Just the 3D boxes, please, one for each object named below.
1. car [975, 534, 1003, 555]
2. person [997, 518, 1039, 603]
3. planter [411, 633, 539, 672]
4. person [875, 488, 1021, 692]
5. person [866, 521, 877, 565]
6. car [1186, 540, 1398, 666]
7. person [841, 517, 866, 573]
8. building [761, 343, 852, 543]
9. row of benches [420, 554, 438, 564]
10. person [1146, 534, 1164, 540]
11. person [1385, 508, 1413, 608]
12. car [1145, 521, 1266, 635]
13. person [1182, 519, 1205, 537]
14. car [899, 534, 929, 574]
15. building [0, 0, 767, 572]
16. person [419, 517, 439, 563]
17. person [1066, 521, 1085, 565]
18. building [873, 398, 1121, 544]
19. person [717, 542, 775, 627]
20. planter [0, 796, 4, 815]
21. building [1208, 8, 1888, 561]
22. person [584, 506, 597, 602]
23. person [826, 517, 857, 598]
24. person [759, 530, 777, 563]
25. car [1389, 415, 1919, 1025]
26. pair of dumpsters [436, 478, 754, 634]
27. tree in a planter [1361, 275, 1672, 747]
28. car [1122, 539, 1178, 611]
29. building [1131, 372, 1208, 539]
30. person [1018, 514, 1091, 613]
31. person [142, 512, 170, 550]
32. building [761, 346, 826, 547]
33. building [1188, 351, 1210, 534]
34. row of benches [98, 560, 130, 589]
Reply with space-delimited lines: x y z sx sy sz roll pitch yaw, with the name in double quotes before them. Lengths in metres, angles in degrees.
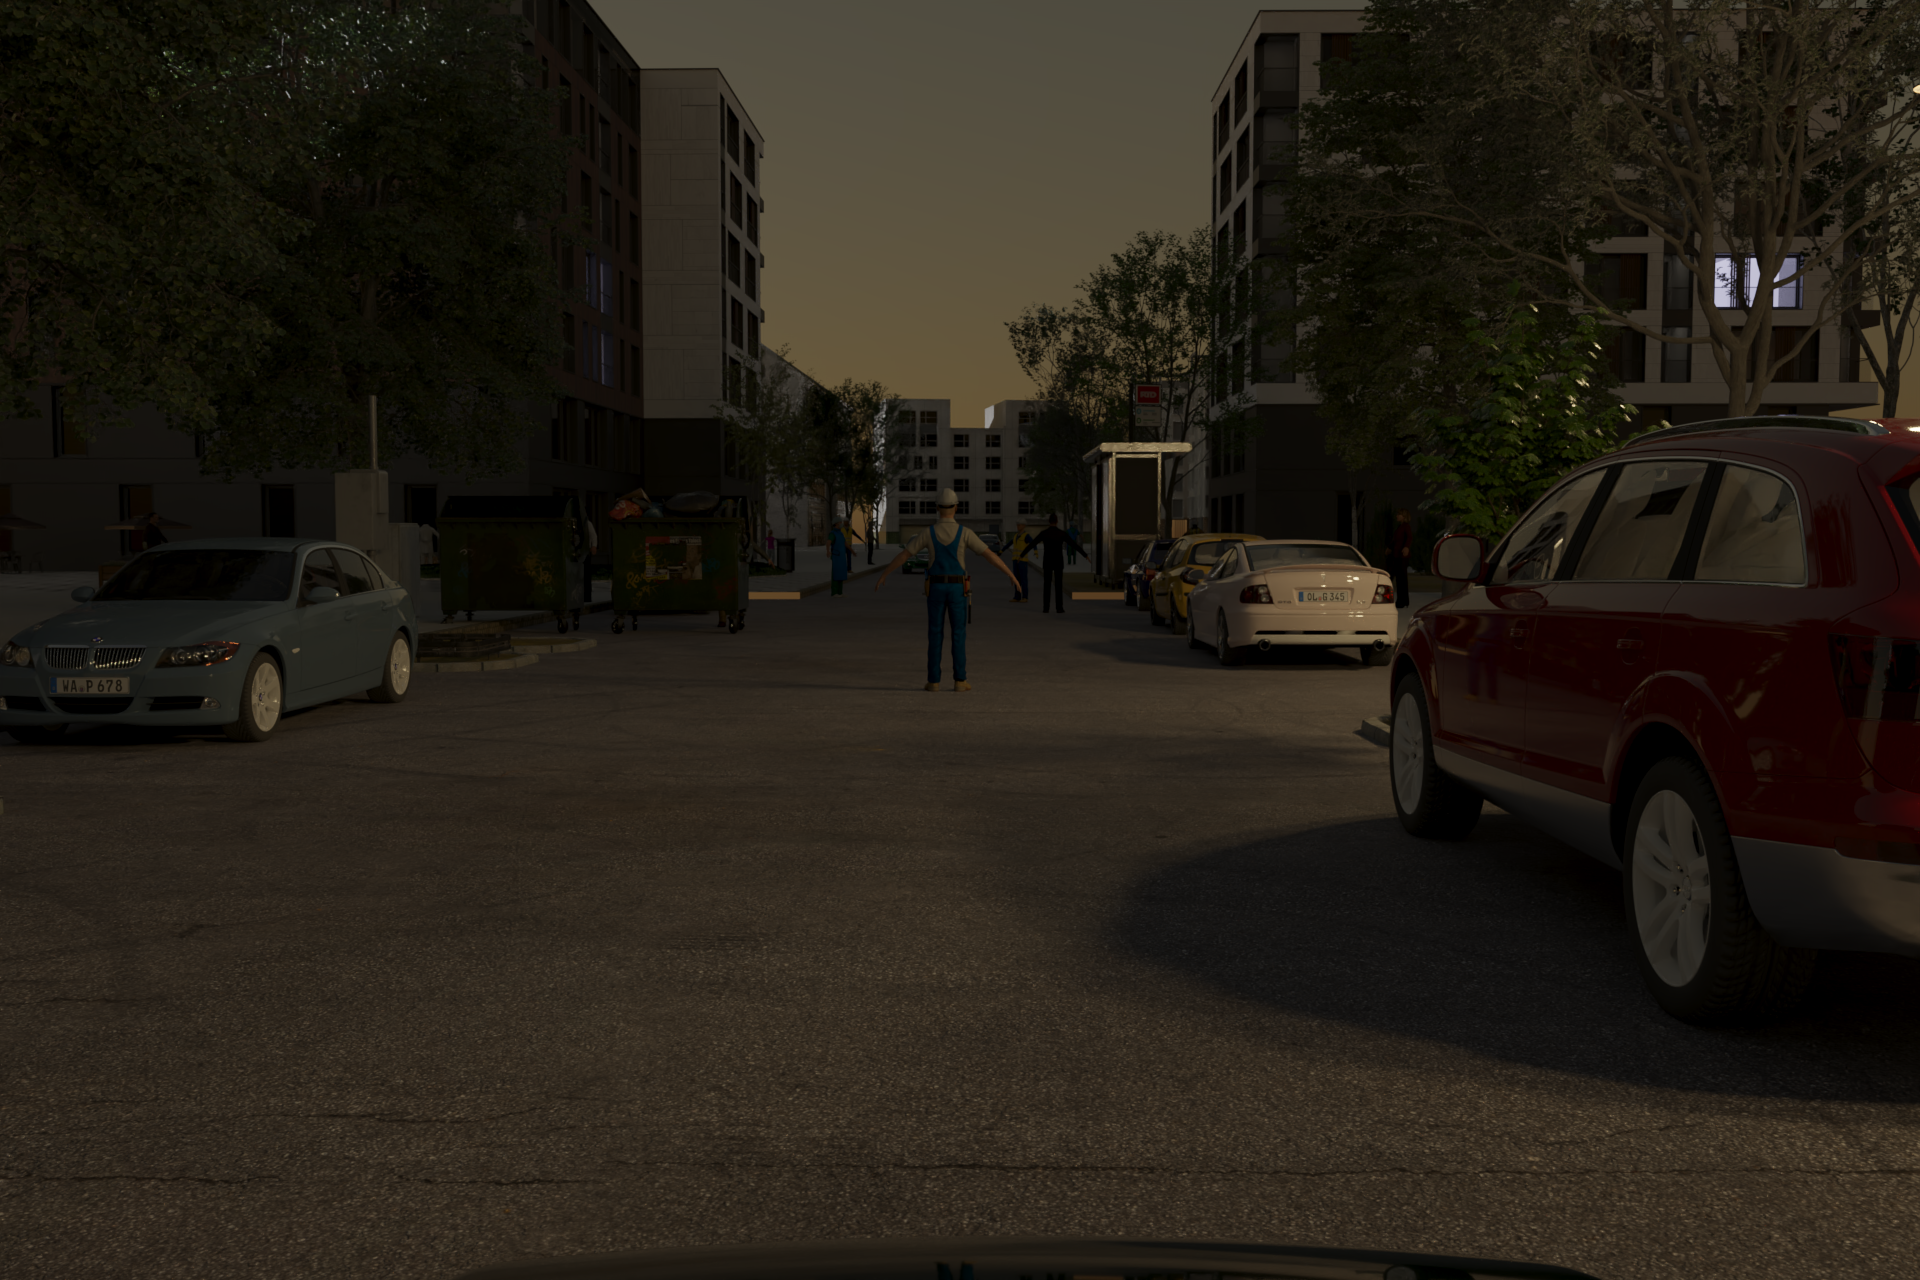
"car" 1.917 -6.446 117.395 2.014 1.417 4.499 0 4 0
"person" 1.217 -1.676 36.325 0.721 1.772 1.216 -3 5 -43
"planter" -5.730 0.133 18.961 1.991 0.319 1.994 0 4 1
"person" -0.118 -0.459 15.819 1.347 1.847 0.705 0 4 3
"person" -3.715 -4.059 72.493 0.705 1.813 1.348 -1 4 -16
"car" 3.769 -0.479 20.191 2.083 1.381 4.827 0 4 1
"person" -3.750 -3.131 57.155 1.349 1.833 0.705 -2 4 -24
"building" -22.808 -22.772 203.244 19.493 23.208 18.063 0 4 2
"row of benches" -17.826 -2.570 57.479 4.104 0.672 1.422 -1 4 -22
"person" 7.956 -4.066 72.660 1.347 1.806 0.705 -1 4 -12
"person" 7.580 -1.418 29.991 0.721 1.729 1.215 0 4 -1
"car" 3.851 -0.966 26.013 2.015 1.641 3.980 0 4 0
"person" 9.076 -3.738 66.884 1.354 1.858 0.705 1 4 15
"car" -1.168 -3.175 63.709 2.131 1.459 4.920 0 4 1
"building" -24.574 -14.105 74.588 27.936 21.610 32.646 0 4 2
"person" -16.895 -2.974 54.806 1.347 1.806 0.705 -1 4 -20
"person" 4.629 -4.026 71.959 1.347 1.817 0.704 -1 4 -23
"building" 4.745 -22.355 234.425 31.486 18.905 16.747 -1 4 -8
"person" -3.536 -1.097 26.657 1.348 1.796 0.705 -1 4 -13
"planter" -5.893 0.780 8.388 1.991 0.319 1.994 0 4 0
"building" 25.780 -14.686 84.087 27.936 21.610 32.646 0 4 1
"person" -7.125 -1.620 32.650 0.704 1.810 1.344 -3 4 -38
"person" -2.726 -1.864 39.053 0.704 1.817 1.347 2 4 23
"person" -6.356 -3.008 58.452 0.991 1.433 0.599 1 4 20
"car" 3.109 0.128 6.586 2.281 1.827 5.304 0 4 1
"pair of dumpsters" -5.279 -1.239 25.213 4.436 2.255 1.574 0 4 1
"tree in a planter" 3.882 -0.904 12.005 1.991 3.239 1.994 0 4 1
"car" 4.163 -1.282 33.535 1.945 1.354 3.894 0 3 0
"building" 24.861 -21.142 202.097 16.016 20.090 11.380 0 4 1
"person" 1.700 -1.395 31.494 1.346 1.802 0.704 1 4 11
"person" -19.764 -2.227 42.542 0.704 1.812 1.346 0 4 2
"building" -24.216 -21.445 181.555 19.493 23.208 18.063 0 4 1
"building" 28.896 -19.756 179.429 16.016 20.090 11.380 0 4 1
"row of benches" -18.423 -1.572 41.159 4.104 0.672 1.422 0 4 -2
